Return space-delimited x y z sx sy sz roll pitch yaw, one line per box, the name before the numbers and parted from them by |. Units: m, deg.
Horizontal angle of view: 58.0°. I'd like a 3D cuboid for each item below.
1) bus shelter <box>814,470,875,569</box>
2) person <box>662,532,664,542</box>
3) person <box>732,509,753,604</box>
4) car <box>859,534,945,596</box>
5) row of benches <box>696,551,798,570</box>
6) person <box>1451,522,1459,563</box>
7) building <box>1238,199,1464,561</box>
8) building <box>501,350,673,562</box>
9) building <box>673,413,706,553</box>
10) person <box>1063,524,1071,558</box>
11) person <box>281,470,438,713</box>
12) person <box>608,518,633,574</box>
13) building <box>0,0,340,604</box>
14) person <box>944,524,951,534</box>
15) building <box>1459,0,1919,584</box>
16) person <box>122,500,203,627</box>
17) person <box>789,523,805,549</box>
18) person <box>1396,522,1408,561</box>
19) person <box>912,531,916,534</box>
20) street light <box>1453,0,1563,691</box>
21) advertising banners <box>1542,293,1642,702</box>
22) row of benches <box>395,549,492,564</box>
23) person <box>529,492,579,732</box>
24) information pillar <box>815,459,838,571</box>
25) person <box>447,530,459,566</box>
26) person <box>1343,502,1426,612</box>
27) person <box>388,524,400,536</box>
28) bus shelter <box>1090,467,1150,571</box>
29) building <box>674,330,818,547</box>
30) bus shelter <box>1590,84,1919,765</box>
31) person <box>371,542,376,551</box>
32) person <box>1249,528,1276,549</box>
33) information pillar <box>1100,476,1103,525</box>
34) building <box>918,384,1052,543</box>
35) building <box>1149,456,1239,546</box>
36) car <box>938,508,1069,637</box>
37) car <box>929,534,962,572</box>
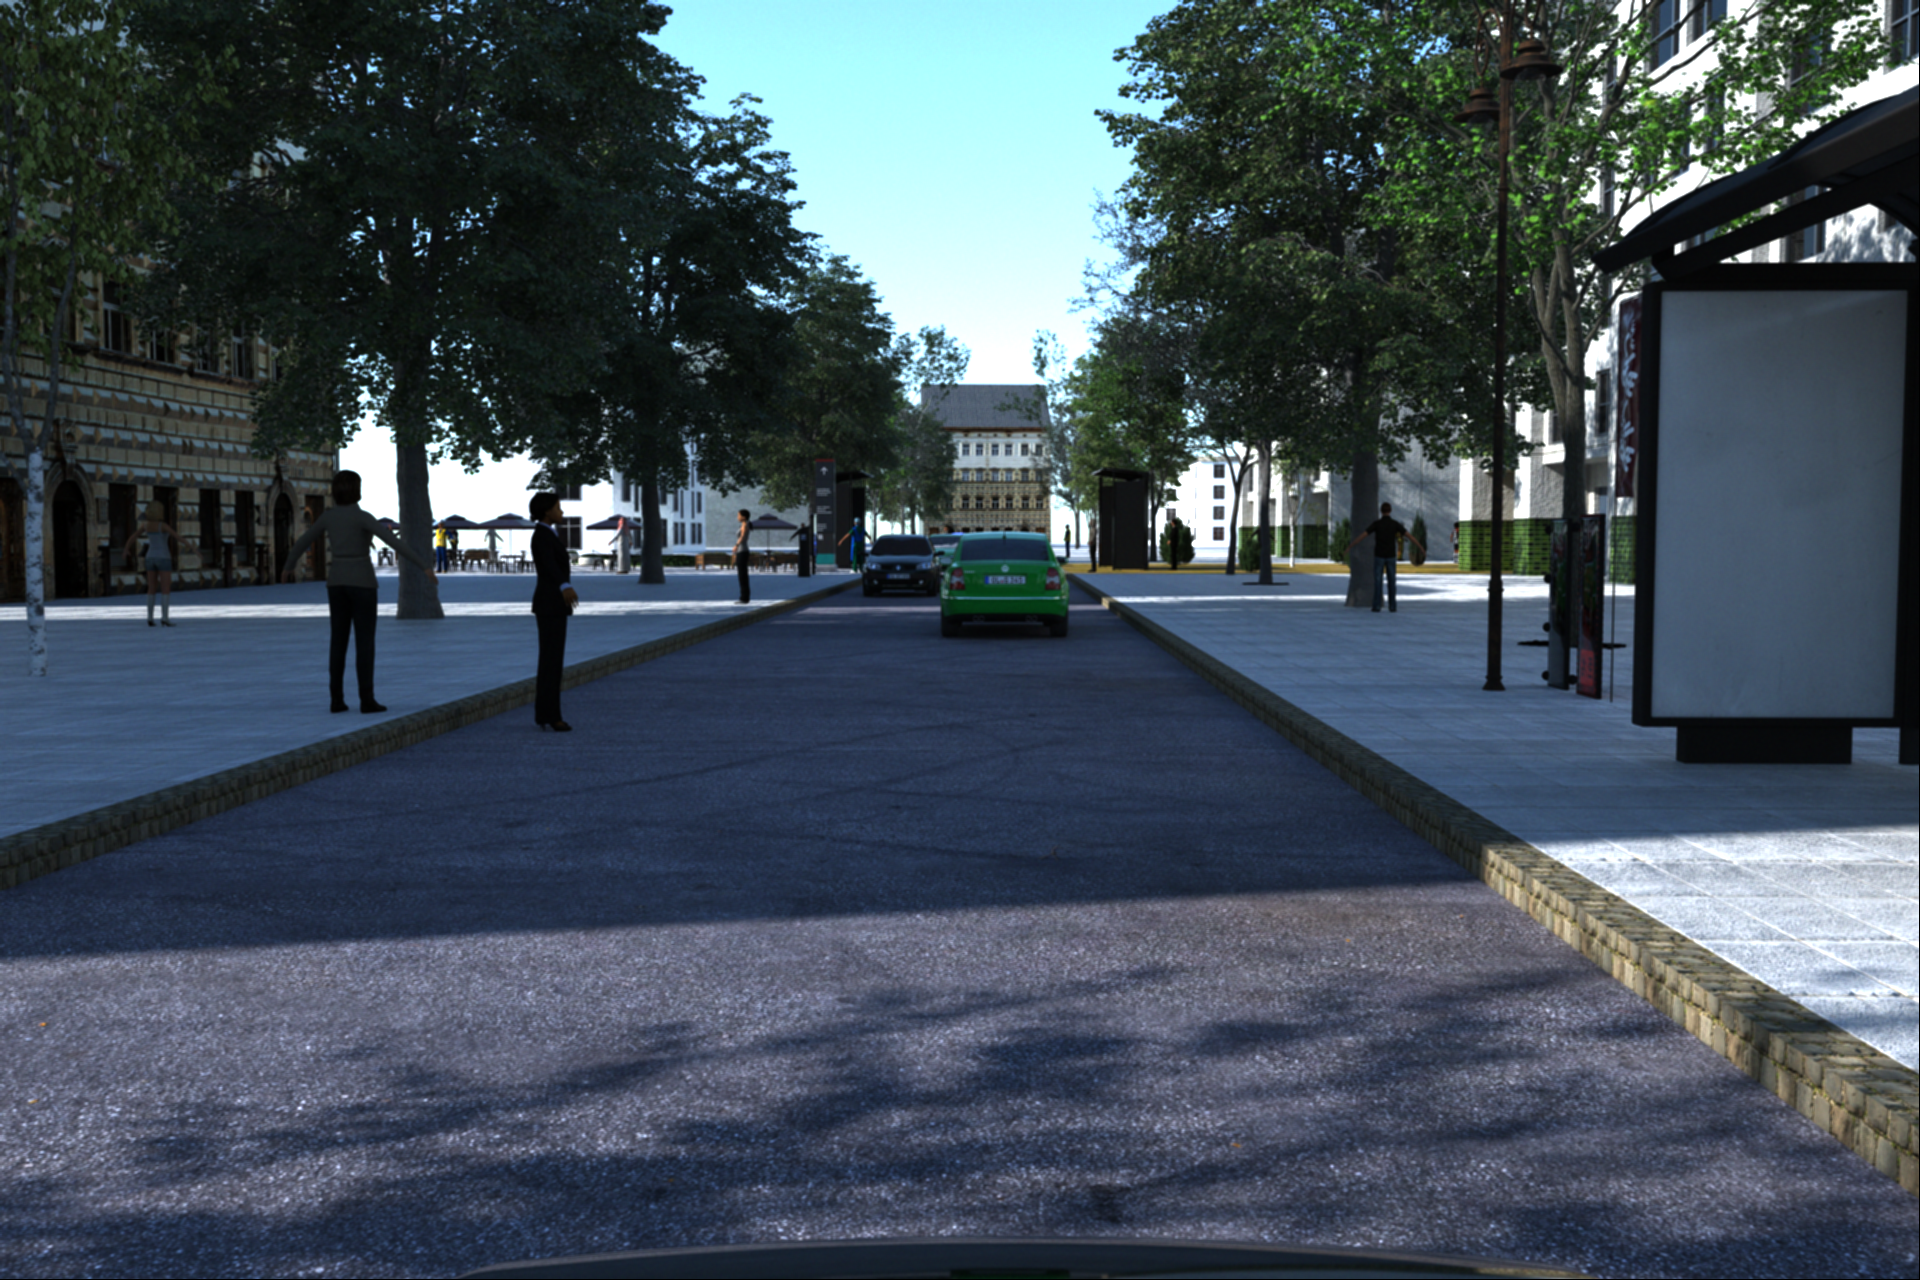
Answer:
bus shelter | -4.393 -4.607 66.604 1.731 3.624 6.357 0 4 2
person | -14.104 -4.586 80.834 0.705 1.847 1.347 -2 4 -35
person | -4.066 -1.533 31.882 0.721 1.737 1.217 0 4 -1
car | -1.349 -1.910 41.021 2.009 1.686 4.222 0 4 1
row of benches | -7.813 -2.926 63.310 4.104 0.672 1.422 -2 4 -34
person | 22.149 -4.334 77.000 0.704 1.843 1.345 -1 4 -16
building | 26.332 -14.135 97.566 16.747 18.905 31.486 0 4 1
building | -19.654 -9.171 92.097 9.099 9.664 28.070 0 4 2
building | -23.080 -11.314 127.123 9.099 9.664 28.070 0 4 2
person | 5.840 -5.413 94.474 0.705 1.833 1.349 1 4 11
person | -4.351 -0.351 12.501 1.215 1.744 0.721 1 4 10
person | -10.858 -3.031 55.711 0.704 1.811 1.347 1 4 22
building | -26.577 -12.700 38.578 19.493 23.208 18.063 0 4 1
person | -0.561 -3.921 72.494 0.705 1.837 1.347 -1 4 -14
building | 25.536 -10.916 44.931 16.747 18.905 31.486 0 4 2
person | -11.125 -1.072 24.132 1.214 1.753 0.721 1 4 9
person | -7.512 -4.695 82.908 1.346 1.812 0.704 0 4 -7
person | 20.805 -4.643 81.677 0.705 1.858 1.354 0 4 -3
person | -2.615 -5.205 94.361 0.599 1.433 0.991 -1 4 -13
street light | 4.392 -2.525 14.071 0.468 5.910 1.993 0 4 2
advertising banners | 4.968 -1.066 13.615 0.090 3.025 2.074 0 4 1
row of benches | -21.988 -3.583 74.046 4.104 0.672 1.422 0 4 -7
person | -2.924 -0.215 12.689 0.721 1.740 1.216 -1 4 -18
information pillar | -4.658 -4.323 60.064 0.750 3.857 0.750 0 4 2
person | -20.375 -3.920 69.869 0.705 1.856 1.354 -1 4 -18
person | 7.022 -1.370 28.611 1.348 1.803 0.705 0 4 7
person | -17.322 -2.868 53.734 0.445 1.727 0.742 3 5 40
bus shelter | 5.870 -4.442 63.907 1.731 3.624 6.357 0 3 0
building | -22.196 -21.288 178.981 19.493 23.208 18.063 0 4 2
bus shelter | 4.512 -0.808 7.128 2.014 3.302 5.546 0 4 2
person | -13.990 -2.106 40.616 0.705 1.807 1.348 -2 4 -34
person | 13.708 -4.433 78.710 1.346 1.802 0.704 -1 4 -9
information pillar | 5.720 -4.821 70.170 0.183 3.616 0.504 0 4 2
building | 3.305 -25.607 252.062 18.063 23.208 19.493 0 4 -3
building | 26.716 -15.749 199.645 9.099 9.664 28.070 0 4 1
car | 0.641 -1.022 25.498 1.959 1.807 4.718 0 4 1
car | -0.415 -2.850 58.394 2.131 1.459 4.920 0 4 1
